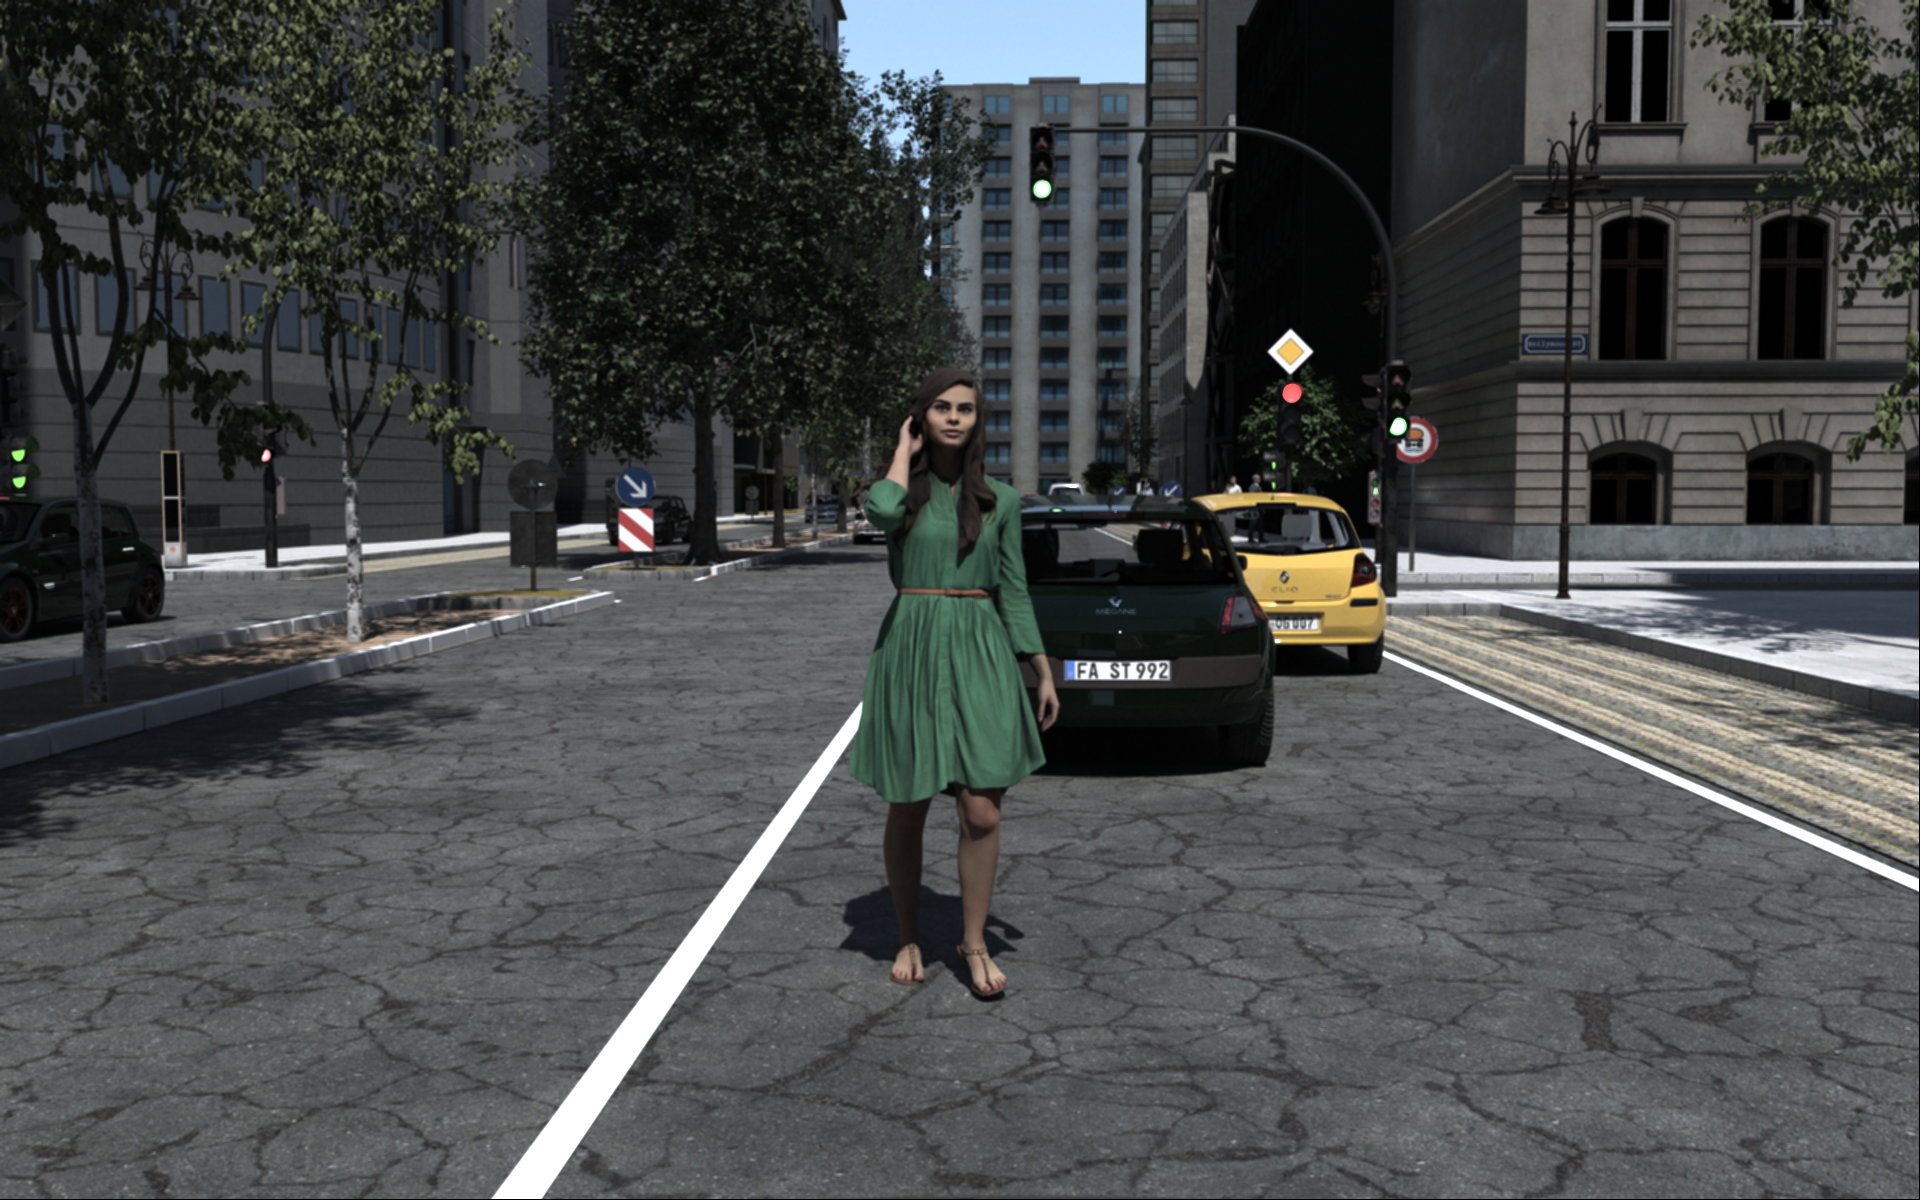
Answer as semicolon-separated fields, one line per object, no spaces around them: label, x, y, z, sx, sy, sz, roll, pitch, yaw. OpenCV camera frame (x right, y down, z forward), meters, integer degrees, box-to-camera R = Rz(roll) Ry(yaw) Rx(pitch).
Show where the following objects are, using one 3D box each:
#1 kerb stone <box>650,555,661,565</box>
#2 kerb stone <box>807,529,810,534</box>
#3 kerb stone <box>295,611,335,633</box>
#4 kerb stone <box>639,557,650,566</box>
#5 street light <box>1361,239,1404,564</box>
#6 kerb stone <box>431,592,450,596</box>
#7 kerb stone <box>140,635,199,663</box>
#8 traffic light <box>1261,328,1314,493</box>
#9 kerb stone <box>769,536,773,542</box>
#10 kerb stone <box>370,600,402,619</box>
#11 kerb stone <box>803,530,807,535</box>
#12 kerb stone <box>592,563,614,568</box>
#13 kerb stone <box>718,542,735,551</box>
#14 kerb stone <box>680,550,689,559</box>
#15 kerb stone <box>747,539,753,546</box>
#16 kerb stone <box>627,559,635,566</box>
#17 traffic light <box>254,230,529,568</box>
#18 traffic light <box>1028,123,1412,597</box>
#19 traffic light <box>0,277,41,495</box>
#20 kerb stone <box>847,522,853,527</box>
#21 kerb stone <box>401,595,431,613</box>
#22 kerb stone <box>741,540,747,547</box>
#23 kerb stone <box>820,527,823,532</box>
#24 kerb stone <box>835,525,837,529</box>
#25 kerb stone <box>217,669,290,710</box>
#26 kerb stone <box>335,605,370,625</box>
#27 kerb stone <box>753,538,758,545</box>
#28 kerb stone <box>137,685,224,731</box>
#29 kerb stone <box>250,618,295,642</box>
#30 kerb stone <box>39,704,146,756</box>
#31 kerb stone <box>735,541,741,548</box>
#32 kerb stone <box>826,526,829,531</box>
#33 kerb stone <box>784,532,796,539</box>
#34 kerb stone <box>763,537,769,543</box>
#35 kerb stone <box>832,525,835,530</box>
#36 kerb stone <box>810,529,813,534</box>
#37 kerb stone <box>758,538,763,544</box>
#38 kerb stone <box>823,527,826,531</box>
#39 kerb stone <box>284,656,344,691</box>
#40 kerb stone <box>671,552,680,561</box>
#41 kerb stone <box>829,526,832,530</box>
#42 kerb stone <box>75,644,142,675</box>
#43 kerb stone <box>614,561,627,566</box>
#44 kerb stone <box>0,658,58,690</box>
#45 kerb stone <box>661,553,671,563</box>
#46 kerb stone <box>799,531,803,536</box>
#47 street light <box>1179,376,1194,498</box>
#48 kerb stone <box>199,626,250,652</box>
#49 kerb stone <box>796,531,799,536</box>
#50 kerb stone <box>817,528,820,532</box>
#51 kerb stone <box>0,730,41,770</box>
kerb stone;-6.283;-0.792;35.139;0.120;0.150;1.000;0;4;2
kerb stone;-5.461;-2.359;60.769;0.120;0.150;1.000;0;4;2
kerb stone;-6.840;0.250;18.163;0.120;0.150;1.000;0;4;2
kerb stone;-6.320;-0.729;34.114;0.120;0.150;1.000;0;4;2
street light;7.685;-3.601;31.662;0.468;5.910;1.993;0;4;2
kerb stone;-6.703;0.001;22.249;0.120;0.150;1.000;0;4;2
kerb stone;-6.946;0.435;15.088;0.120;0.150;1.000;0;4;2
traffic light;5.580;-2.482;29.494;0.839;4.253;0.868;0;4;2
kerb stone;-5.755;-1.794;51.537;0.120;0.150;1.000;0;4;2
kerb stone;-6.775;0.123;20.206;0.120;0.150;1.000;0;4;2
kerb stone;-5.494;-2.296;59.741;0.120;0.150;1.000;0;4;2
kerb stone;-6.417;-0.541;31.043;0.120;0.150;1.000;0;4;2
kerb stone;-5.981;-1.356;44.362;0.120;0.150;1.000;0;4;2
kerb stone;-6.192;-0.980;38.225;0.120;0.150;1.000;0;4;2
kerb stone;-5.888;-1.544;47.440;0.120;0.150;1.000;0;4;2
kerb stone;-6.350;-0.661;33.087;0.120;0.150;1.000;0;4;2
traffic light;-9.879;-3.385;30.012;4.771;5.953;1.251;0;4;2
traffic light;3.228;-2.861;21.439;4.771;5.953;1.251;0;4;2
traffic light;-12.231;-2.027;22.064;0.839;4.253;0.868;0;4;2
kerb stone;-4.892;-3.424;78.176;0.120;0.150;1.000;0;4;2
kerb stone;-6.742;0.060;21.227;0.120;0.150;1.000;0;4;2
kerb stone;-5.919;-1.478;46.417;0.120;0.150;1.000;0;4;2
kerb stone;-5.327;-2.609;64.859;0.120;0.150;1.000;0;4;2
kerb stone;-5.156;-2.923;69.994;0.120;0.150;1.000;0;4;2
kerb stone;-4.932;0.624;11.999;0.120;0.150;1.000;0;4;2
kerb stone;-6.811;0.184;19.185;0.120;0.150;1.000;0;4;2
kerb stone;-5.857;-1.607;48.464;0.120;0.150;1.000;0;4;2
kerb stone;-4.969;0.686;10.978;0.120;0.150;1.000;0;4;2
kerb stone;-6.881;0.314;17.142;0.120;0.150;1.000;0;4;2
kerb stone;-5.009;0.749;9.957;0.120;0.150;1.000;0;4;2
kerb stone;-5.952;-1.418;45.384;0.120;0.150;1.000;0;4;2
kerb stone;-5.257;-2.732;66.916;0.120;0.150;1.000;0;4;2
kerb stone;-5.587;-2.109;56.670;0.120;0.150;1.000;0;4;2
kerb stone;-5.790;-1.732;50.509;0.120;0.150;1.000;0;4;2
kerb stone;-5.189;-2.861;68.969;0.120;0.150;1.000;0;4;2
kerb stone;-5.422;-2.422;61.790;0.120;0.150;1.000;0;4;2
kerb stone;-5.825;-1.669;49.485;0.120;0.150;1.000;0;4;2
kerb stone;-5.293;-2.673;65.895;0.120;0.150;1.000;0;4;2
kerb stone;-4.904;0.561;13.025;0.120;0.150;1.000;0;4;2
kerb stone;-6.223;-0.917;37.190;0.120;0.150;1.000;0;4;2
kerb stone;-5.225;-2.798;67.938;0.120;0.150;1.000;0;4;2
kerb stone;-6.975;0.499;14.064;0.120;0.150;1.000;0;4;2
kerb stone;-6.385;-0.603;32.065;0.120;0.150;1.000;0;4;2
kerb stone;-7.012;0.560;13.043;0.120;0.150;1.000;0;4;2
kerb stone;-6.253;-0.854;36.165;0.120;0.150;1.000;0;4;2
kerb stone;-5.513;-2.230;58.719;0.120;0.150;1.000;0;4;2
street light;8.851;-5.819;67.924;0.468;5.910;1.993;0;4;2
kerb stone;-6.907;0.378;16.112;0.120;0.150;1.000;0;4;2
kerb stone;-5.559;-2.171;57.698;0.120;0.150;1.000;0;4;2
kerb stone;-5.362;-2.547;63.837;0.120;0.150;1.000;0;4;2
kerb stone;-5.036;0.811;8.935;0.120;0.150;1.000;0;4;2
